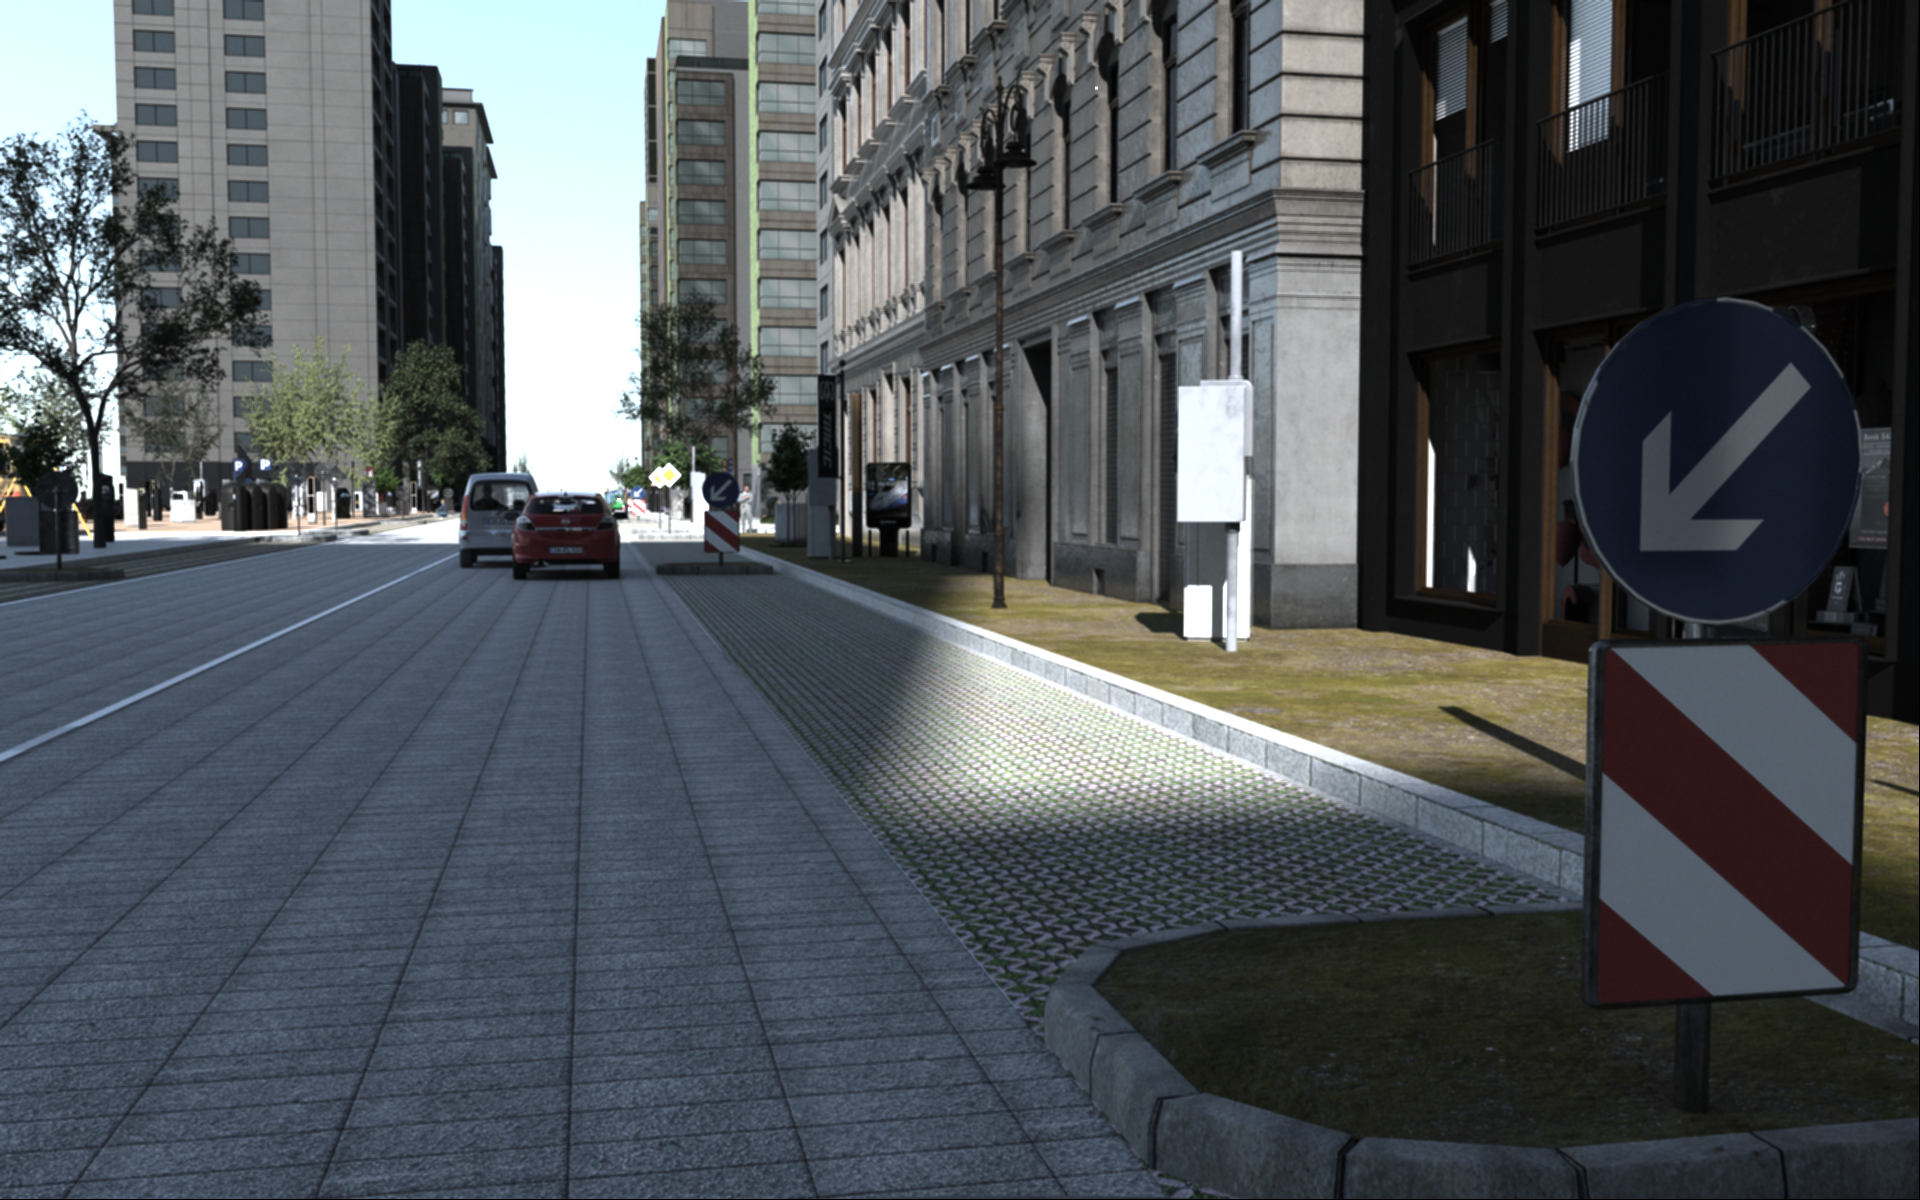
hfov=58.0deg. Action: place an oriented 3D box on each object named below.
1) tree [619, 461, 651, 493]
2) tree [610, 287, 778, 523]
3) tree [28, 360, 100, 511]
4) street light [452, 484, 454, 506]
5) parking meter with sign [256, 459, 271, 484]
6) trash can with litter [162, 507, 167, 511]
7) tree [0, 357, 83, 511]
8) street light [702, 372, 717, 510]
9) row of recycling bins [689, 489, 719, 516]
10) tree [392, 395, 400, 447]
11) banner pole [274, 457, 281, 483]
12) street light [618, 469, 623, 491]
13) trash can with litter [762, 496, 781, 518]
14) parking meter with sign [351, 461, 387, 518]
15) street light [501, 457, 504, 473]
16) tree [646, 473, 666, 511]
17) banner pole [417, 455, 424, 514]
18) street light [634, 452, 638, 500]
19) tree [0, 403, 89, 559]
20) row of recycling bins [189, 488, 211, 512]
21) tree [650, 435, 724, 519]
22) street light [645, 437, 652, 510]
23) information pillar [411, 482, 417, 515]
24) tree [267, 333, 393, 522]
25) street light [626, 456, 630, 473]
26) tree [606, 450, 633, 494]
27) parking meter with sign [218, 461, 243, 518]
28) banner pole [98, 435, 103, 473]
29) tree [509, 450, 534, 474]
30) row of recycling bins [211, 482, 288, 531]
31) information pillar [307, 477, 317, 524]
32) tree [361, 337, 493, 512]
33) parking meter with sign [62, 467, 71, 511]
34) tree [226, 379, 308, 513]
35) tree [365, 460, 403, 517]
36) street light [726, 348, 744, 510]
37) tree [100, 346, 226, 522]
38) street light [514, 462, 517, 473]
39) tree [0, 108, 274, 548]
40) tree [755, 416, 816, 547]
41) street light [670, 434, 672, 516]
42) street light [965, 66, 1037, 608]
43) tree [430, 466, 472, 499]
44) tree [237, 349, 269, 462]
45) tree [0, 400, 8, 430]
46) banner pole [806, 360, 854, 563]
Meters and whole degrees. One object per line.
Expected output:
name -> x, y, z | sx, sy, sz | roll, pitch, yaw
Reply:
tree -> -31.858, -11.506, 171.830 | 4.285, 4.588, 4.351 | 0, 3, 0
tree -> -11.759, -8.740, 77.319 | 8.767, 10.594, 7.601 | 1, 4, 17
tree -> -45.690, -8.512, 89.539 | 4.360, 8.622, 3.978 | 0, 3, 0
street light -> -40.238, -10.065, 137.348 | 0.468, 5.910, 1.993 | -1, 4, -12
parking meter with sign -> -35.060, -5.555, 87.081 | 0.543, 3.016, 1.738 | -2, 4, -31
trash can with litter -> -59.934, -7.247, 129.874 | 1.055, 1.170, 0.624 | -1, 4, -18
tree -> -49.273, -8.758, 93.557 | 4.737, 8.622, 4.395 | 0, 3, 0
street light -> -9.453, -5.666, 65.422 | 0.468, 5.910, 1.993 | -1, 4, -12
row of recycling bins -> -15.310, -5.961, 104.575 | 1.069, 1.692, 3.534 | 1, 4, 17
tree -> -39.741, -10.224, 117.518 | 4.737, 8.622, 4.395 | 0, 3, 0
banner pole -> -41.936, -7.130, 106.585 | 0.401, 3.779, 0.863 | 1, 4, 9
street light -> -50.345, -17.452, 258.120 | 0.468, 5.910, 1.993 | -1, 4, -12
trash can with litter -> -8.884, -4.270, 81.196 | 0.624, 1.170, 1.055 | 2, 4, 26
parking meter with sign -> -31.550, -5.887, 92.515 | 1.738, 3.016, 0.543 | -2, 4, -24
street light -> -57.435, -14.972, 217.575 | 0.468, 5.910, 1.993 | -1, 4, -12
tree -> -23.119, -8.382, 131.653 | 1.663, 3.219, 1.824 | 0, 3, 0
banner pole -> -34.314, -7.353, 110.232 | 0.863, 3.779, 0.401 | 3, 5, 42
street light -> -32.991, -12.463, 176.564 | 0.468, 5.910, 1.993 | -1, 4, -12
tree -> -19.464, -2.587, 36.892 | 1.663, 3.219, 1.824 | 0, 3, 0
row of recycling bins -> -54.991, -7.266, 125.915 | 1.069, 1.692, 3.534 | 0, 4, -1
tree -> -14.698, -6.849, 95.695 | 4.285, 4.588, 4.351 | 0, 3, 0
street light -> -25.539, -10.325, 141.599 | 0.468, 5.910, 1.993 | -1, 4, -12
information pillar -> -32.829, -6.095, 104.149 | 0.304, 2.012, 0.304 | -1, 4, -14
tree -> -28.542, -7.852, 78.739 | 4.737, 8.622, 4.395 | 0, 3, 0
street light -> -42.851, -15.314, 223.164 | 0.468, 5.910, 1.993 | -1, 4, -12
tree -> -56.137, -20.514, 285.772 | 4.360, 8.622, 3.978 | 0, 3, 0
parking meter with sign -> -38.533, -5.818, 91.387 | 1.738, 3.016, 0.543 | 2, 4, 35
banner pole -> -36.530, -5.108, 73.535 | 0.401, 3.779, 0.863 | 0, 4, -3
tree -> -71.225, -20.240, 281.284 | 4.360, 8.622, 3.978 | 0, 3, 0
row of recycling bins -> -25.367, -3.383, 62.431 | 1.069, 1.692, 3.534 | 1, 4, 8
information pillar -> -27.850, -4.279, 74.448 | 0.304, 2.012, 0.304 | 0, 4, -3
tree -> -38.889, -12.799, 126.274 | 9.611, 12.733, 9.660 | 0, 3, 0
parking meter with sign -> -51.576, -6.327, 99.699 | 0.543, 3.016, 1.738 | -1, 4, -13
tree -> -43.875, -9.785, 110.343 | 4.360, 8.622, 3.978 | 0, 3, 0
tree -> -32.765, -6.294, 97.508 | 1.663, 3.219, 1.824 | 0, 3, 0
street light -> -7.139, -5.028, 54.992 | 0.468, 5.910, 1.993 | -1, 4, -12
tree -> -36.770, -7.930, 80.022 | 4.360, 8.622, 3.978 | 0, 3, 0
street light -> -64.795, -17.111, 252.559 | 0.468, 5.910, 1.993 | -1, 4, -12
tree -> -20.560, -6.543, 41.389 | 8.767, 10.594, 7.601 | 0, 4, -7
tree -> -4.281, -3.063, 44.688 | 1.663, 3.219, 1.824 | 0, 3, 0
street light -> -16.833, -7.849, 101.121 | 0.468, 5.910, 1.993 | -1, 4, -12
street light -> 0.441, -2.846, 19.323 | 0.468, 5.910, 1.993 | -1, 4, -12
tree -> -41.285, -9.608, 140.805 | 4.285, 4.588, 4.351 | 0, 3, 0
tree -> -32.681, -8.180, 84.100 | 4.737, 8.622, 4.395 | 0, 3, 0
tree -> -61.435, -9.600, 107.328 | 4.360, 8.622, 3.978 | 0, 3, 0
banner pole -> -2.346, -2.577, 32.156 | 0.401, 3.779, 0.863 | 3, 5, 41
